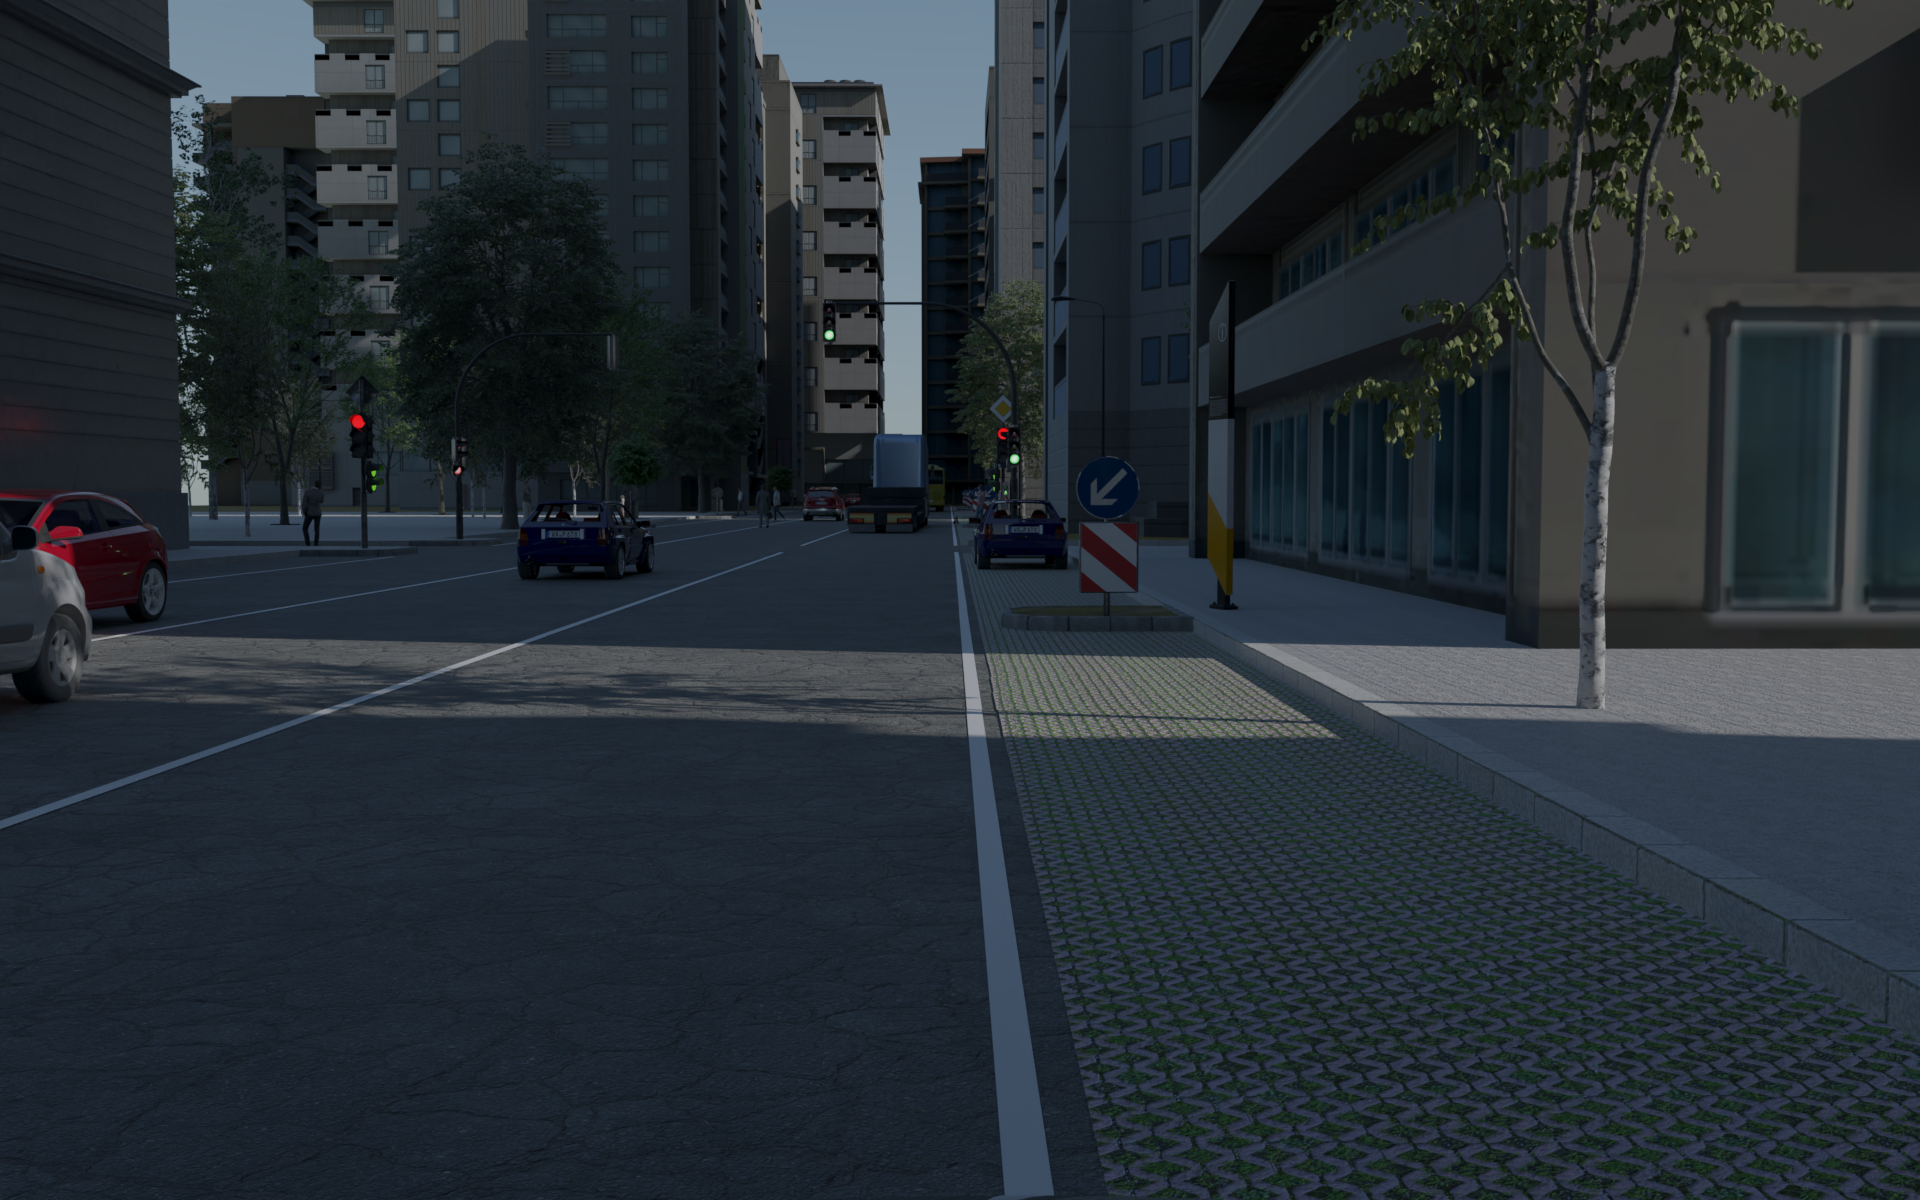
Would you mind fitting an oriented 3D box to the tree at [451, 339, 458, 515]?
[{"bbox_3d":[-31.480,-10.955,104.876,9.928,11.665,9.643,0,3,0],"label":"tree"}]

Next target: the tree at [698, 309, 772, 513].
[{"bbox_3d":[-17.579,-12.900,117.568,9.857,13.997,8.962,0,3,0],"label":"tree"}]

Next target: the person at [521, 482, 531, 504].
[{"bbox_3d":[-19.797,-4.478,79.059,0.447,1.846,0.655,-1,4,-19],"label":"person"}]

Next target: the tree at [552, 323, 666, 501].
[{"bbox_3d":[-21.526,-11.461,105.517,7.486,12.596,7.792,0,3,0],"label":"tree"}]

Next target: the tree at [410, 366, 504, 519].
[{"bbox_3d":[-24.104,-8.106,82.894,4.360,8.622,3.978,0,3,0],"label":"tree"}]

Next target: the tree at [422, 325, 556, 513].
[{"bbox_3d":[-30.439,-12.137,115.451,9.611,12.733,9.660,0,3,0],"label":"tree"}]

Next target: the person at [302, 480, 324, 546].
[{"bbox_3d":[-16.517,-2.171,44.173,0.592,1.802,0.473,-1,4,-23],"label":"person"}]

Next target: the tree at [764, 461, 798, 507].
[{"bbox_3d":[-17.876,-11.564,172.778,4.285,4.588,4.351,0,3,0],"label":"tree"}]

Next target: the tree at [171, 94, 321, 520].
[{"bbox_3d":[-37.612,-13.986,84.566,12.611,20.169,13.585,0,3,0],"label":"tree"}]

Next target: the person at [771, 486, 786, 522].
[{"bbox_3d":[-9.476,-5.012,90.299,0.795,1.843,0.661,-1,4,-15],"label":"person"}]

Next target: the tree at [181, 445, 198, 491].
[{"bbox_3d":[-55.520,-8.909,108.564,11.467,7.101,20.602,-1,4,-11],"label":"tree"}]

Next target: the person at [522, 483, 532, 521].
[{"bbox_3d":[-17.906,-3.980,71.657,0.362,1.759,0.519,0,4,6],"label":"person"}]

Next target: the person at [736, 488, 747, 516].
[{"bbox_3d":[-14.650,-6.554,115.762,0.850,1.850,0.679,-1,4,-9],"label":"person"}]

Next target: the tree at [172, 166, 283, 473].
[{"bbox_3d":[-27.865,-8.684,60.104,7.486,12.596,7.792,0,3,0],"label":"tree"}]

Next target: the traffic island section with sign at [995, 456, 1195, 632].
[{"bbox_3d":[1.434,-0.625,18.851,1.989,1.847,2.006,0,4,0],"label":"traffic island section with sign"}]

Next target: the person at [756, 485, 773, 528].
[{"bbox_3d":[-8.347,-3.981,73.686,0.694,1.812,0.767,-1,4,-18],"label":"person"}]

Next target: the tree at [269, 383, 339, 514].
[{"bbox_3d":[-42.214,-9.854,111.481,4.737,8.622,4.395,0,3,0],"label":"tree"}]

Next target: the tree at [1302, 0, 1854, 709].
[{"bbox_3d":[3.854,-3.670,10.367,4.737,8.622,4.395,0,3,0],"label":"tree"}]

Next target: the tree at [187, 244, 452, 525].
[{"bbox_3d":[-27.913,-8.913,71.479,9.928,11.665,9.643,0,3,0],"label":"tree"}]

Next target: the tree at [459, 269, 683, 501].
[{"bbox_3d":[-16.755,-9.458,80.389,9.928,11.665,9.643,0,3,0],"label":"tree"}]

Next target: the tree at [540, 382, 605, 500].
[{"bbox_3d":[-21.681,-8.959,96.837,4.360,8.622,3.978,0,3,0],"label":"tree"}]

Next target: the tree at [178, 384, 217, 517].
[{"bbox_3d":[-43.919,-9.053,98.371,4.737,8.622,4.395,0,3,0],"label":"tree"}]

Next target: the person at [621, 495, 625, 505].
[{"bbox_3d":[-19.458,-5.453,100.222,0.382,1.210,0.505,0,4,-6],"label":"person"}]

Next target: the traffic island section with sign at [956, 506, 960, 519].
[{"bbox_3d":[0.933,-5.634,100.743,1.989,1.847,2.006,0,4,0],"label":"traffic island section with sign"}]

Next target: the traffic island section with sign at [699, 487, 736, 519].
[{"bbox_3d":[-14.189,-5.674,101.399,1.989,1.847,2.006,0,4,0],"label":"traffic island section with sign"}]

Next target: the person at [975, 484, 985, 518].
[{"bbox_3d":[0.807,-3.732,69.533,0.388,1.821,0.555,-2,4,-32],"label":"person"}]

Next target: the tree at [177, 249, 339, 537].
[{"bbox_3d":[-21.483,-6.203,51.773,4.360,8.622,3.978,0,3,0],"label":"tree"}]

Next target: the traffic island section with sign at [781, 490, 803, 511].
[{"bbox_3d":[-14.482,-8.699,150.861,1.989,1.847,2.006,0,4,0],"label":"traffic island section with sign"}]

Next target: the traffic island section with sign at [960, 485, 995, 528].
[{"bbox_3d":[1.105,-3.985,73.788,1.989,1.847,2.006,0,4,0],"label":"traffic island section with sign"}]

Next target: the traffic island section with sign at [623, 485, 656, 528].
[{"bbox_3d":[-14.024,-3.980,73.707,1.989,1.847,2.006,0,4,0],"label":"traffic island section with sign"}]

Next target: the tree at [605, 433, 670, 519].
[{"bbox_3d":[-16.676,-6.413,88.559,4.285,4.588,4.351,0,3,0],"label":"tree"}]

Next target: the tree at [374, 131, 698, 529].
[{"bbox_3d":[-16.365,-9.554,62.857,9.857,13.997,8.962,0,3,0],"label":"tree"}]

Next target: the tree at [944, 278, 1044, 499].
[{"bbox_3d":[2.895,-10.626,91.858,7.486,12.596,7.792,0,3,0],"label":"tree"}]
